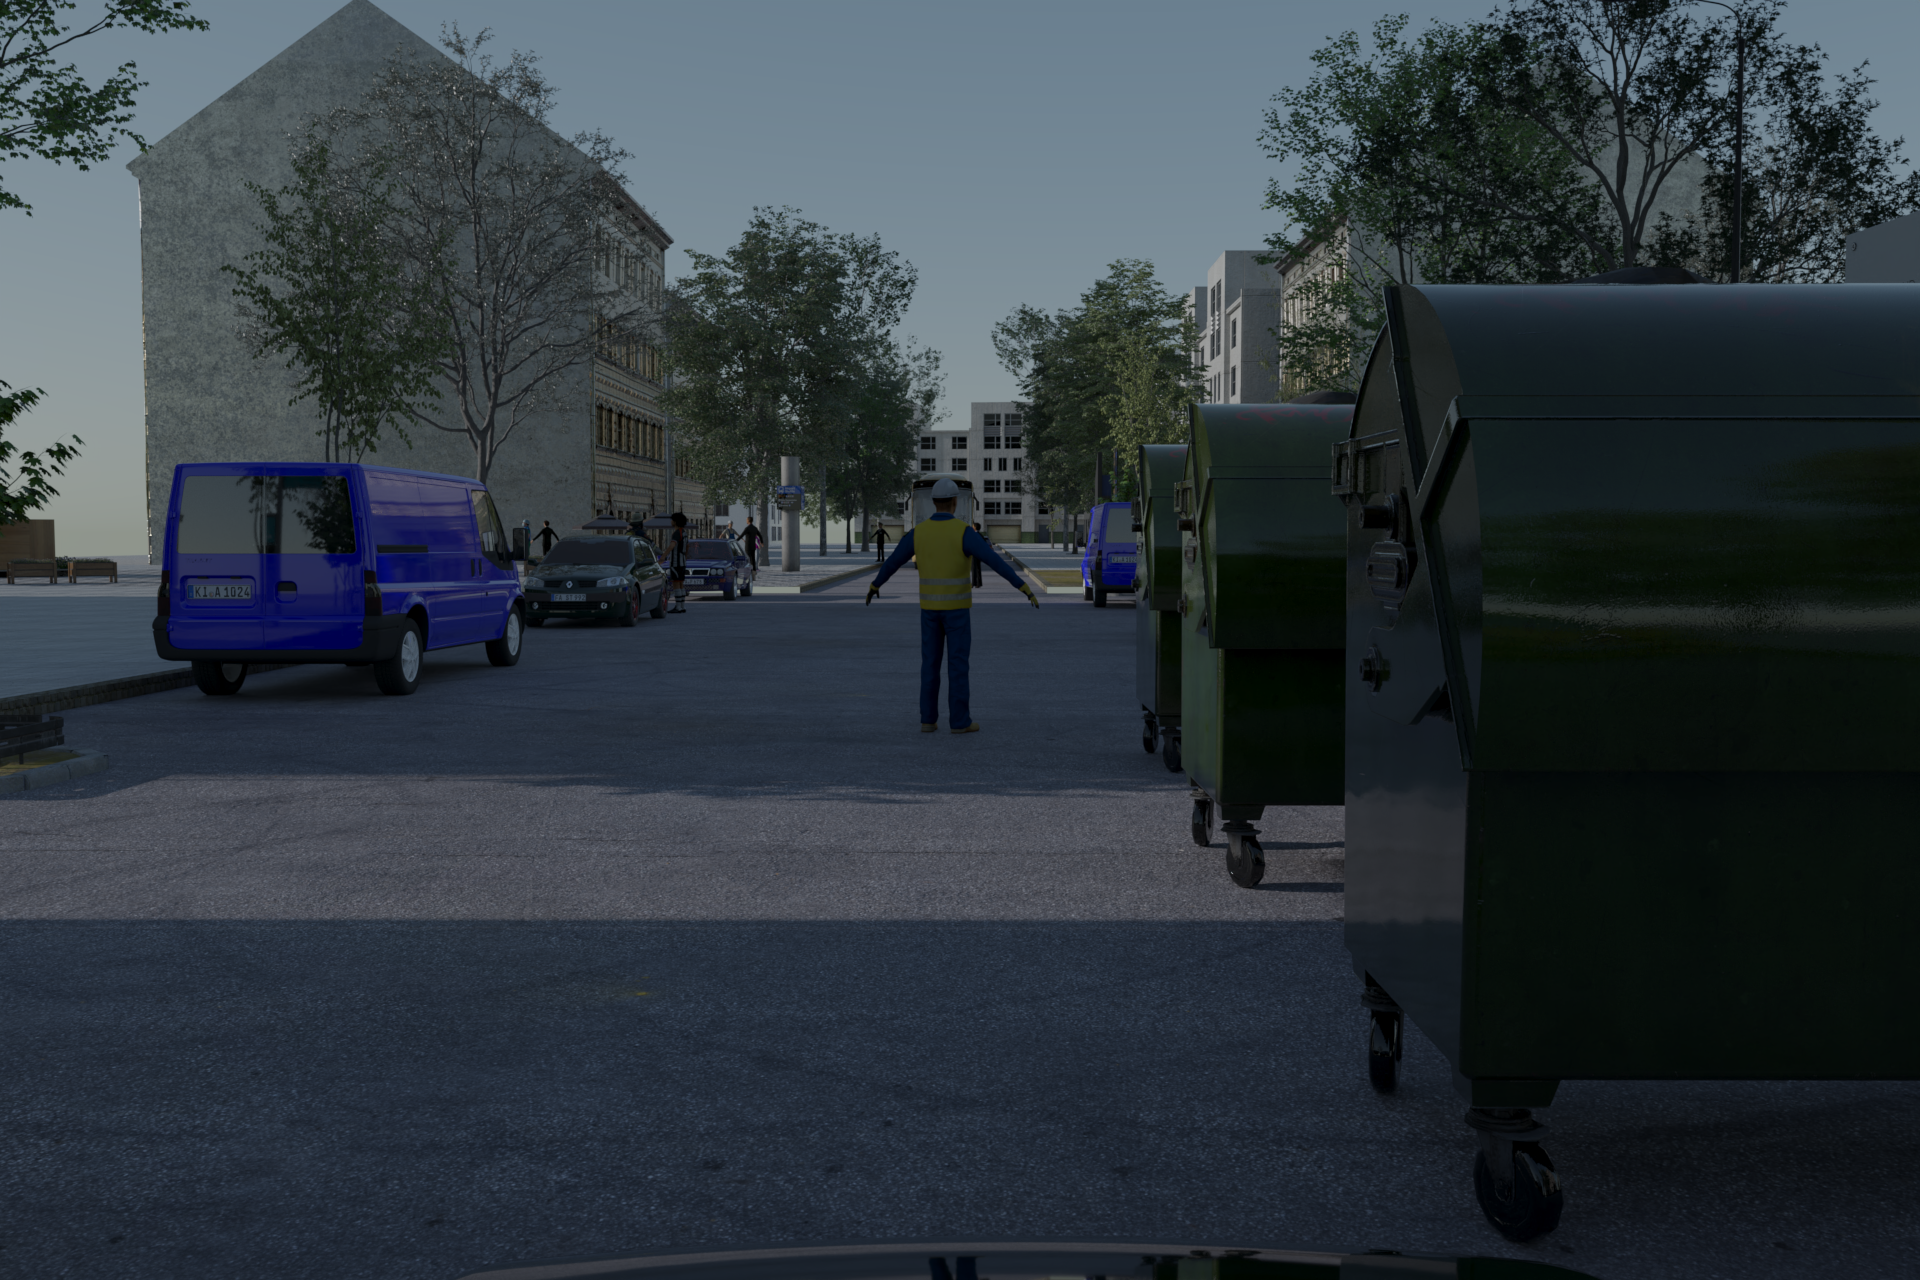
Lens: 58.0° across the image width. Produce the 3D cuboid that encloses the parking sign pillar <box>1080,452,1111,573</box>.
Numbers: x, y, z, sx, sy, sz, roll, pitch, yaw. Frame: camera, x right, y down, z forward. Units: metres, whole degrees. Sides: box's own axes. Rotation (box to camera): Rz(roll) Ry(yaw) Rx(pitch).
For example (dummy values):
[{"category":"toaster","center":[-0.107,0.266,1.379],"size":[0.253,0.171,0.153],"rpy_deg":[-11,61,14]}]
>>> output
[{"category":"parking sign pillar","center":[4.724,-4.219,57.457],"size":[1.447,3.967,1.447],"rpy_deg":[0,4,1]}]

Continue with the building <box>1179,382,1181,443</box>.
[{"category":"building","center":[26.933,-19.240,170.998],"size":[16.016,20.090,11.380],"rpy_deg":[0,4,1]}]

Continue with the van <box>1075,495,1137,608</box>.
[{"category":"van","center":[3.559,-1.899,35.430],"size":[2.240,2.365,5.245],"rpy_deg":[0,4,0]}]

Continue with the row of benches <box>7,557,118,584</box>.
[{"category":"row of benches","center":[-23.888,-1.791,44.754],"size":[4.104,0.672,1.422],"rpy_deg":[-3,4,-37]}]

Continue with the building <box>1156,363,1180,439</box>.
[{"category":"building","center":[25.538,-20.231,187.200],"size":[16.016,20.090,11.380],"rpy_deg":[0,4,1]}]

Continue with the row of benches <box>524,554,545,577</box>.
[{"category":"row of benches","center":[-14.200,-2.267,52.524],"size":[4.104,0.672,1.422],"rpy_deg":[0,4,-6]}]

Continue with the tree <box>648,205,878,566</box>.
[{"category":"tree","center":[-7.950,-9.907,68.627],"size":[9.857,13.997,8.962],"rpy_deg":[0,3,0]}]

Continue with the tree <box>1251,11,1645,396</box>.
[{"category":"tree","center":[9.566,-6.624,34.061],"size":[9.928,11.665,9.643],"rpy_deg":[0,3,0]}]

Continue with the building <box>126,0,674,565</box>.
[{"category":"building","center":[-24.434,-15.250,80.260],"size":[19.493,23.208,18.063],"rpy_deg":[0,3,0]}]

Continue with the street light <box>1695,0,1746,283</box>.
[{"category":"street light","center":[7.156,-2.584,14.796],"size":[1.470,5.913,1.316],"rpy_deg":[0,4,0]}]

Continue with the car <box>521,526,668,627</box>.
[{"category":"car","center":[-5.858,-1.115,28.013],"size":[2.009,1.686,4.222],"rpy_deg":[0,4,0]}]

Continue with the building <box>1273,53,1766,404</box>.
[{"category":"building","center":[27.202,-15.752,88.474],"size":[19.493,23.208,18.063],"rpy_deg":[0,4,1]}]

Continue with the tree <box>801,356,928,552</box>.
[{"category":"tree","center":[-6.897,-13.420,126.068],"size":[9.857,13.997,8.962],"rpy_deg":[0,3,0]}]

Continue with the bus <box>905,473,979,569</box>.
[{"category":"bus","center":[-0.657,-5.012,73.497],"size":[2.896,3.916,12.252],"rpy_deg":[0,4,0]}]

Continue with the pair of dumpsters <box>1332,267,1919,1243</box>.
[{"category":"pair of dumpsters","center":[3.132,0.059,3.981],"size":[4.436,2.255,1.574],"rpy_deg":[0,4,0]}]

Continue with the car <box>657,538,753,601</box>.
[{"category":"car","center":[-5.669,-1.589,38.558],"size":[1.945,1.354,3.894],"rpy_deg":[0,4,1]}]

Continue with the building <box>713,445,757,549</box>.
[{"category":"building","center":[-22.827,-13.494,162.776],"size":[9.099,9.664,28.070],"rpy_deg":[0,3,0]}]

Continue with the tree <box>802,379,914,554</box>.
[{"category":"tree","center":[-7.181,-11.498,113.750],"size":[9.928,11.665,9.643],"rpy_deg":[0,3,0]}]

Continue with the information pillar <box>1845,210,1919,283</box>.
[{"category":"information pillar","center":[7.038,-1.321,12.914],"size":[0.184,3.620,1.656],"rpy_deg":[0,4,1]}]

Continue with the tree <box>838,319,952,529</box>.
[{"category":"tree","center":[-6.750,-17.905,148.628],"size":[12.611,20.169,13.585],"rpy_deg":[0,3,0]}]

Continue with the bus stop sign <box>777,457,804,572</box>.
[{"category":"bus stop sign","center":[-5.776,-4.286,59.092],"size":[0.837,3.901,0.837],"rpy_deg":[0,4,2]}]

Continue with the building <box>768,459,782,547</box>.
[{"category":"building","center":[-23.985,-15.260,191.641],"size":[9.099,9.664,28.070],"rpy_deg":[0,3,0]}]

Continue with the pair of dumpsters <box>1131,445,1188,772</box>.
[{"category":"pair of dumpsters","center":[3.291,-0.363,10.890],"size":[4.436,2.255,1.574],"rpy_deg":[0,4,0]}]

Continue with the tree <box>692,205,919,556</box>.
[{"category":"tree","center":[-9.254,-15.006,101.233],"size":[12.611,20.169,13.585],"rpy_deg":[0,3,0]}]

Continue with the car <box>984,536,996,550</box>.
[{"category":"car","center":[0.905,-4.790,90.899],"size":[1.945,1.354,3.894],"rpy_deg":[0,4,0]}]

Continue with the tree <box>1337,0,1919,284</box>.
[{"category":"tree","center":[9.888,-5.496,24.276],"size":[8.767,10.594,7.601],"rpy_deg":[0,4,-8]}]

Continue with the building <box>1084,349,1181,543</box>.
[{"category":"building","center":[28.671,-22.204,207.014],"size":[27.936,21.610,32.646],"rpy_deg":[0,4,1]}]

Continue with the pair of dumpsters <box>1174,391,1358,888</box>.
[{"category":"pair of dumpsters","center":[3.156,-0.156,7.495],"size":[4.436,2.255,1.574],"rpy_deg":[0,3,0]}]

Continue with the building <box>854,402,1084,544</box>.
[{"category":"building","center":[2.347,-22.618,238.712],"size":[31.486,18.905,16.747],"rpy_deg":[0,4,6]}]

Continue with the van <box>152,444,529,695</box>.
[{"category":"van","center":[-5.785,-0.775,17.055],"size":[2.240,2.365,5.245],"rpy_deg":[0,4,1]}]

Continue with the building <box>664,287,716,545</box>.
[{"category":"building","center":[-27.603,-17.658,119.638],"size":[19.493,23.208,18.063],"rpy_deg":[0,4,0]}]

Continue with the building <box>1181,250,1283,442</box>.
[{"category":"building","center":[24.983,-15.293,116.506],"size":[16.747,18.905,31.486],"rpy_deg":[0,4,1]}]

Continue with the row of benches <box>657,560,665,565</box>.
[{"category":"row of benches","center":[-9.437,-2.001,48.187],"size":[4.104,0.672,1.422],"rpy_deg":[1,4,18]}]
